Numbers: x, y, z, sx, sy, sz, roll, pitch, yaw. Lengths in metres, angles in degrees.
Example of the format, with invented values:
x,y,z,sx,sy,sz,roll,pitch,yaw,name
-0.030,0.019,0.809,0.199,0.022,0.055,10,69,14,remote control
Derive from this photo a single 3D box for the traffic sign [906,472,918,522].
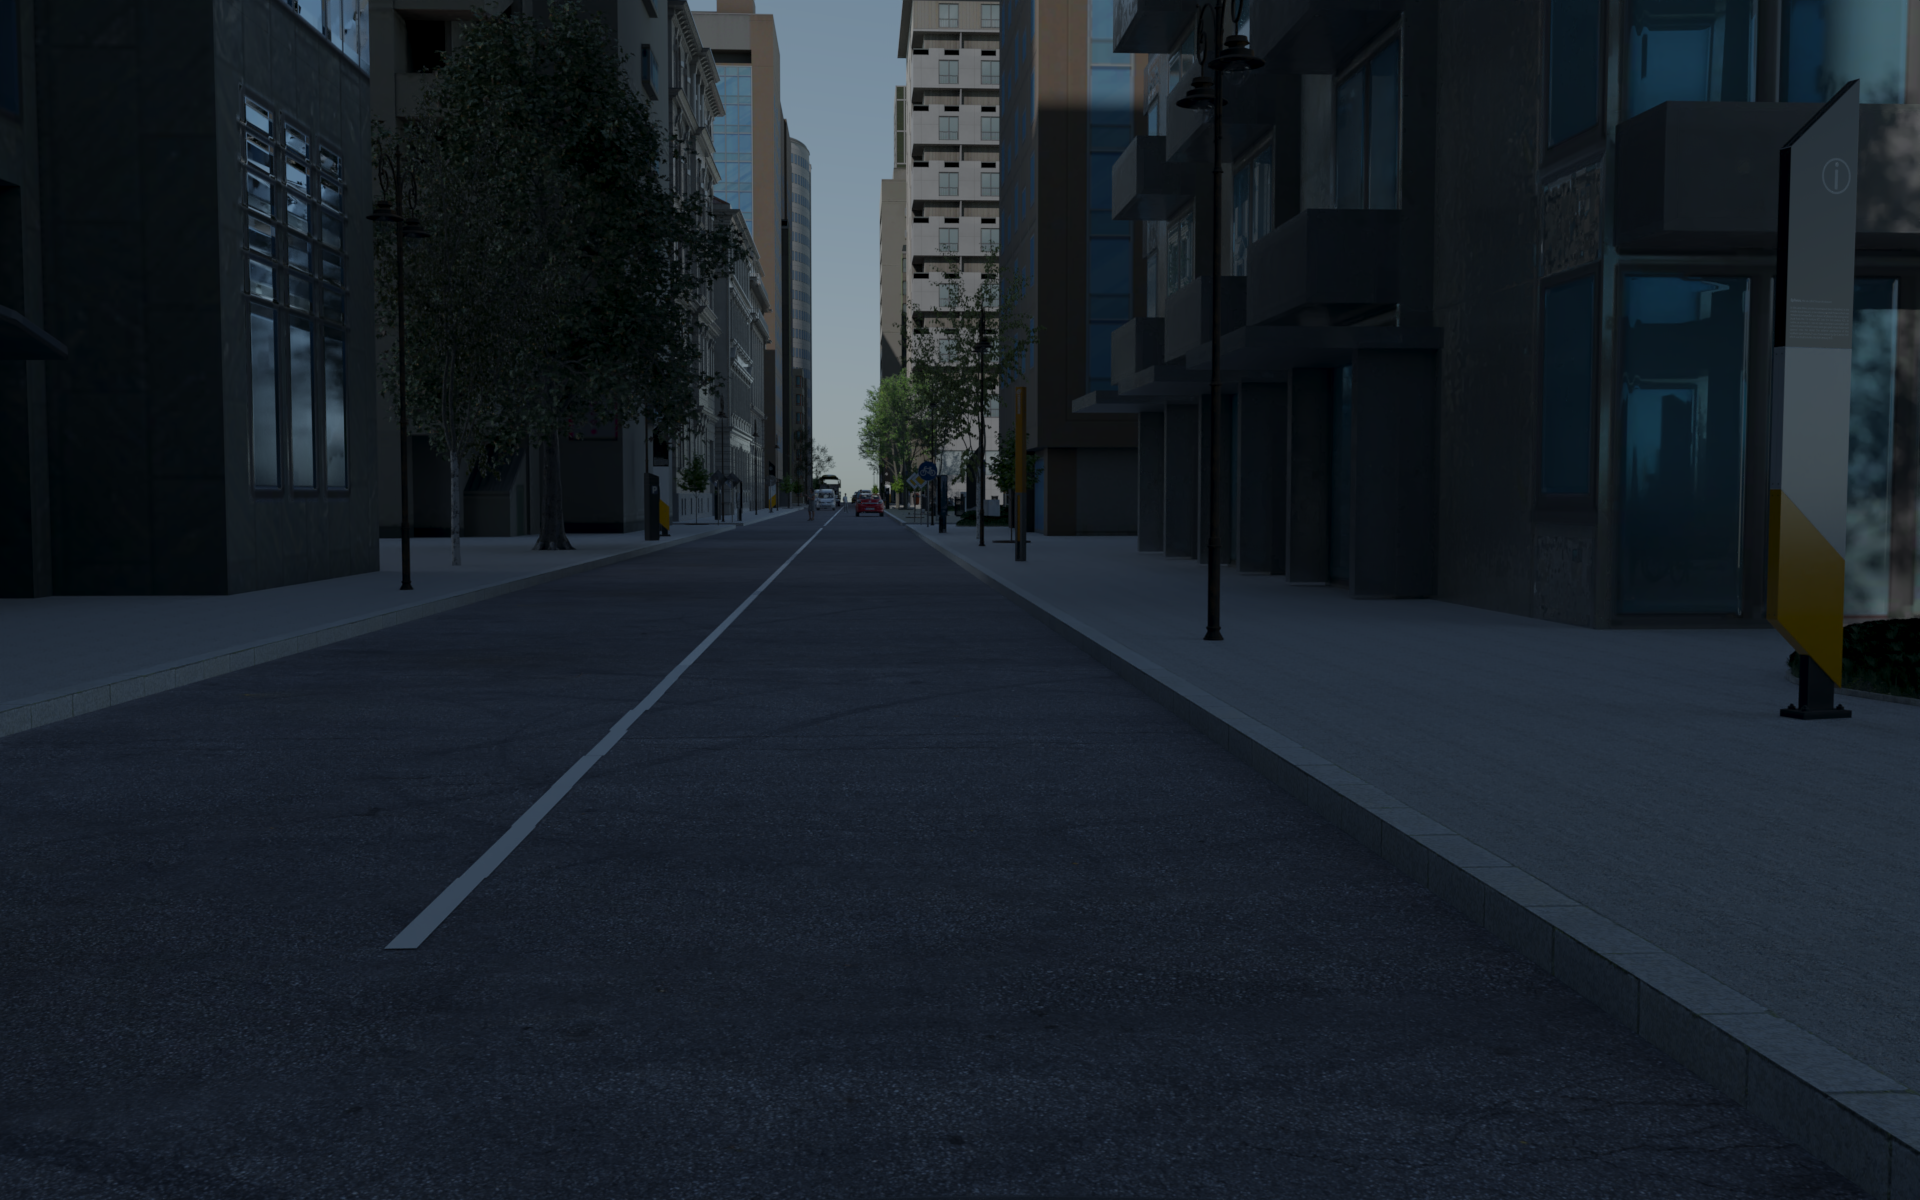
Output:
x,y,z,sx,sy,sz,roll,pitch,yaw,name
-2.082,-4.626,79.277,0.795,2.450,0.064,0,4,-3,traffic sign

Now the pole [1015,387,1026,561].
x,y,z,sx,sy,sz,roll,pitch,yaw,name
1.159,-2.394,32.991,0.158,3.312,0.155,0,3,0,pole

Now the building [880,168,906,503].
x,y,z,sx,sy,sz,roll,pitch,yaw,name
-0.904,-38.495,253.091,21.300,48.544,21.600,0,4,-3,building

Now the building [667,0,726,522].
x,y,z,sx,sy,sz,roll,pitch,yaw,name
-19.862,-18.502,89.896,14.401,28.519,23.554,0,4,-3,building

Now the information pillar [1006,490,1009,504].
x,y,z,sx,sy,sz,roll,pitch,yaw,name
4.017,-8.567,144.561,0.304,2.012,0.304,1,4,18,information pillar

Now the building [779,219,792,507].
x,y,z,sx,sy,sz,roll,pitch,yaw,name
-24.308,-24.626,174.342,14.160,30.474,14.107,0,4,-3,building

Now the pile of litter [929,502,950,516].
x,y,z,sx,sy,sz,roll,pitch,yaw,name
-1.306,-5.331,101.133,1.176,0.858,1.719,-3,4,-37,pile of litter

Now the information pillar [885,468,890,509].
x,y,z,sx,sy,sz,roll,pitch,yaw,name
-6.424,-9.918,153.518,0.504,3.616,0.183,-1,4,-10,information pillar

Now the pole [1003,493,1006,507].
x,y,z,sx,sy,sz,roll,pitch,yaw,name
3.033,-7.593,117.986,0.158,3.312,0.155,0,3,0,pole

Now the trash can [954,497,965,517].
x,y,z,sx,sy,sz,roll,pitch,yaw,name
-0.016,-5.341,98.973,0.748,1.137,0.748,0,3,0,trash can

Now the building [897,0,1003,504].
x,y,z,sx,sy,sz,roll,pitch,yaw,name
8.170,-36.204,181.182,28.713,52.752,27.495,0,4,-3,building

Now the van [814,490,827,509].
x,y,z,sx,sy,sz,roll,pitch,yaw,name
-13.773,-9.889,168.695,2.013,2.044,4.112,0,4,-3,van

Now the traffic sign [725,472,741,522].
x,y,z,sx,sy,sz,roll,pitch,yaw,name
-10.363,-4.597,78.804,0.795,2.450,0.064,0,4,-3,traffic sign

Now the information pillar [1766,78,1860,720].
x,y,z,sx,sy,sz,roll,pitch,yaw,name
4.842,-1.130,9.825,0.504,3.616,0.183,-1,4,-18,information pillar

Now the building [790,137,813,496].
x,y,z,sx,sy,sz,roll,pitch,yaw,name
-34.759,-45.100,279.388,21.231,58.520,28.212,0,4,-3,building

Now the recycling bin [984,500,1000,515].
x,y,z,sx,sy,sz,roll,pitch,yaw,name
1.356,-4.126,80.016,0.722,1.027,0.722,-3,4,-36,recycling bin

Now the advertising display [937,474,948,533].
x,y,z,sx,sy,sz,roll,pitch,yaw,name
-0.575,-3.181,57.224,0.123,1.923,0.974,1,4,13,advertising display

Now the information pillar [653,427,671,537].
x,y,z,sx,sy,sz,roll,pitch,yaw,name
-9.013,-3.728,52.305,0.504,3.616,0.183,-1,4,-10,information pillar

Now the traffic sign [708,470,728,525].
x,y,z,sx,sy,sz,roll,pitch,yaw,name
-9.885,-4.110,70.833,0.795,2.450,0.064,0,4,-3,traffic sign

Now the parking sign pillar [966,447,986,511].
x,y,z,sx,sy,sz,roll,pitch,yaw,name
0.885,-6.620,96.715,1.447,3.967,1.447,-2,4,-35,parking sign pillar

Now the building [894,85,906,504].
x,y,z,sx,sy,sz,roll,pitch,yaw,name
-3.303,-52.876,302.778,20.563,71.187,20.611,0,4,-3,building

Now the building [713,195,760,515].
x,y,z,sx,sy,sz,roll,pitch,yaw,name
-19.387,-16.928,112.924,11.583,22.565,21.152,0,4,-3,building

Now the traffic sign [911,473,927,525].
x,y,z,sx,sy,sz,roll,pitch,yaw,name
-1.605,-4.138,71.307,0.795,2.450,0.064,0,4,-3,traffic sign

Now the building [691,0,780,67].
x,y,z,sx,sy,sz,roll,pitch,yaw,name
-23.707,-31.172,159.772,14.600,45.320,14.200,0,4,-3,building

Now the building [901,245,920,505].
x,y,z,sx,sy,sz,roll,pitch,yaw,name
0.136,-26.329,202.181,14.160,30.474,14.107,0,4,-3,building

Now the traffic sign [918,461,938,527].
x,y,z,sx,sy,sz,roll,pitch,yaw,name
-1.245,-4.090,66.983,0.768,2.556,0.104,0,3,0,traffic sign

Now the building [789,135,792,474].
x,y,z,sx,sy,sz,roll,pitch,yaw,name
-26.210,-32.894,187.928,14.600,45.320,14.200,0,4,-3,building

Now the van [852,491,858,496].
x,y,z,sx,sy,sz,roll,pitch,yaw,name
-16.329,-16.576,278.035,2.013,2.044,4.112,0,4,-4,van

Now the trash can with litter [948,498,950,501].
x,y,z,sx,sy,sz,roll,pitch,yaw,name
-1.138,-6.487,117.448,0.624,1.170,1.055,1,4,22,trash can with litter

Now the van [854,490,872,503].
x,y,z,sx,sy,sz,roll,pitch,yaw,name
-9.318,-9.865,168.301,2.013,2.044,4.112,0,4,-5,van

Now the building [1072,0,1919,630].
x,y,z,sx,sy,sz,roll,pitch,yaw,name
14.765,-24.998,28.321,23.786,49.044,30.456,0,4,-3,building

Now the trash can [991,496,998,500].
x,y,z,sx,sy,sz,roll,pitch,yaw,name
3.101,-8.734,154.454,0.748,1.137,0.748,0,3,0,trash can

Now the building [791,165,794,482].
x,y,z,sx,sy,sz,roll,pitch,yaw,name
-26.766,-33.760,202.094,14.600,45.320,14.200,0,4,-3,building

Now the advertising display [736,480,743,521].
x,y,z,sx,sy,sz,roll,pitch,yaw,name
-10.509,-4.728,82.518,0.123,1.923,0.974,-1,4,-17,advertising display

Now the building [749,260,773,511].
x,y,z,sx,sy,sz,roll,pitch,yaw,name
-21.844,-17.957,135.400,13.314,21.916,24.055,0,4,-3,building

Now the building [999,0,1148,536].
x,y,z,sx,sy,sz,roll,pitch,yaw,name
8.794,-24.972,58.404,14.600,45.320,14.200,0,4,-3,building

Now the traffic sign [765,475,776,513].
x,y,z,sx,sy,sz,roll,pitch,yaw,name
-12.699,-7.095,116.113,0.768,2.556,0.104,0,4,0,traffic sign

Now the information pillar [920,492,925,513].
x,y,z,sx,sy,sz,roll,pitch,yaw,name
-2.500,-6.846,116.421,0.304,2.012,0.304,0,4,-5,information pillar

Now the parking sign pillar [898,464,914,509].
x,y,z,sx,sy,sz,roll,pitch,yaw,name
-4.485,-9.652,146.287,1.447,3.967,1.447,0,4,6,parking sign pillar

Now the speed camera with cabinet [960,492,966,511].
x,y,z,sx,sy,sz,roll,pitch,yaw,name
0.603,-7.840,122.524,0.660,3.252,2.038,-1,4,-19,speed camera with cabinet

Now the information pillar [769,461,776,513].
x,y,z,sx,sy,sz,roll,pitch,yaw,name
-13.055,-7.887,120.300,0.504,3.616,0.183,-1,4,-9,information pillar

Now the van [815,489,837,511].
x,y,z,sx,sy,sz,roll,pitch,yaw,name
-11.782,-8.888,152.329,2.013,2.044,4.112,0,4,-3,van

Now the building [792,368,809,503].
x,y,z,sx,sy,sz,roll,pitch,yaw,name
-36.305,-24.883,251.872,27.650,21.520,28.899,0,4,-3,building

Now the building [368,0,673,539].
x,y,z,sx,sy,sz,roll,pitch,yaw,name
-21.653,-26.589,58.440,21.600,48.544,21.300,0,4,-3,building

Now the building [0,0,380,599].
x,y,z,sx,sy,sz,roll,pitch,yaw,name
-17.882,-42.664,10.225,22.319,86.520,31.000,0,4,-3,building

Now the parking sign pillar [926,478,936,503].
x,y,z,sx,sy,sz,roll,pitch,yaw,name
-2.725,-10.051,152.801,1.447,3.967,1.447,0,4,2,parking sign pillar

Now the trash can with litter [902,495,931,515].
x,y,z,sx,sy,sz,roll,pitch,yaw,name
-2.543,-5.950,108.333,2.233,1.210,1.678,-1,4,-9,trash can with litter
